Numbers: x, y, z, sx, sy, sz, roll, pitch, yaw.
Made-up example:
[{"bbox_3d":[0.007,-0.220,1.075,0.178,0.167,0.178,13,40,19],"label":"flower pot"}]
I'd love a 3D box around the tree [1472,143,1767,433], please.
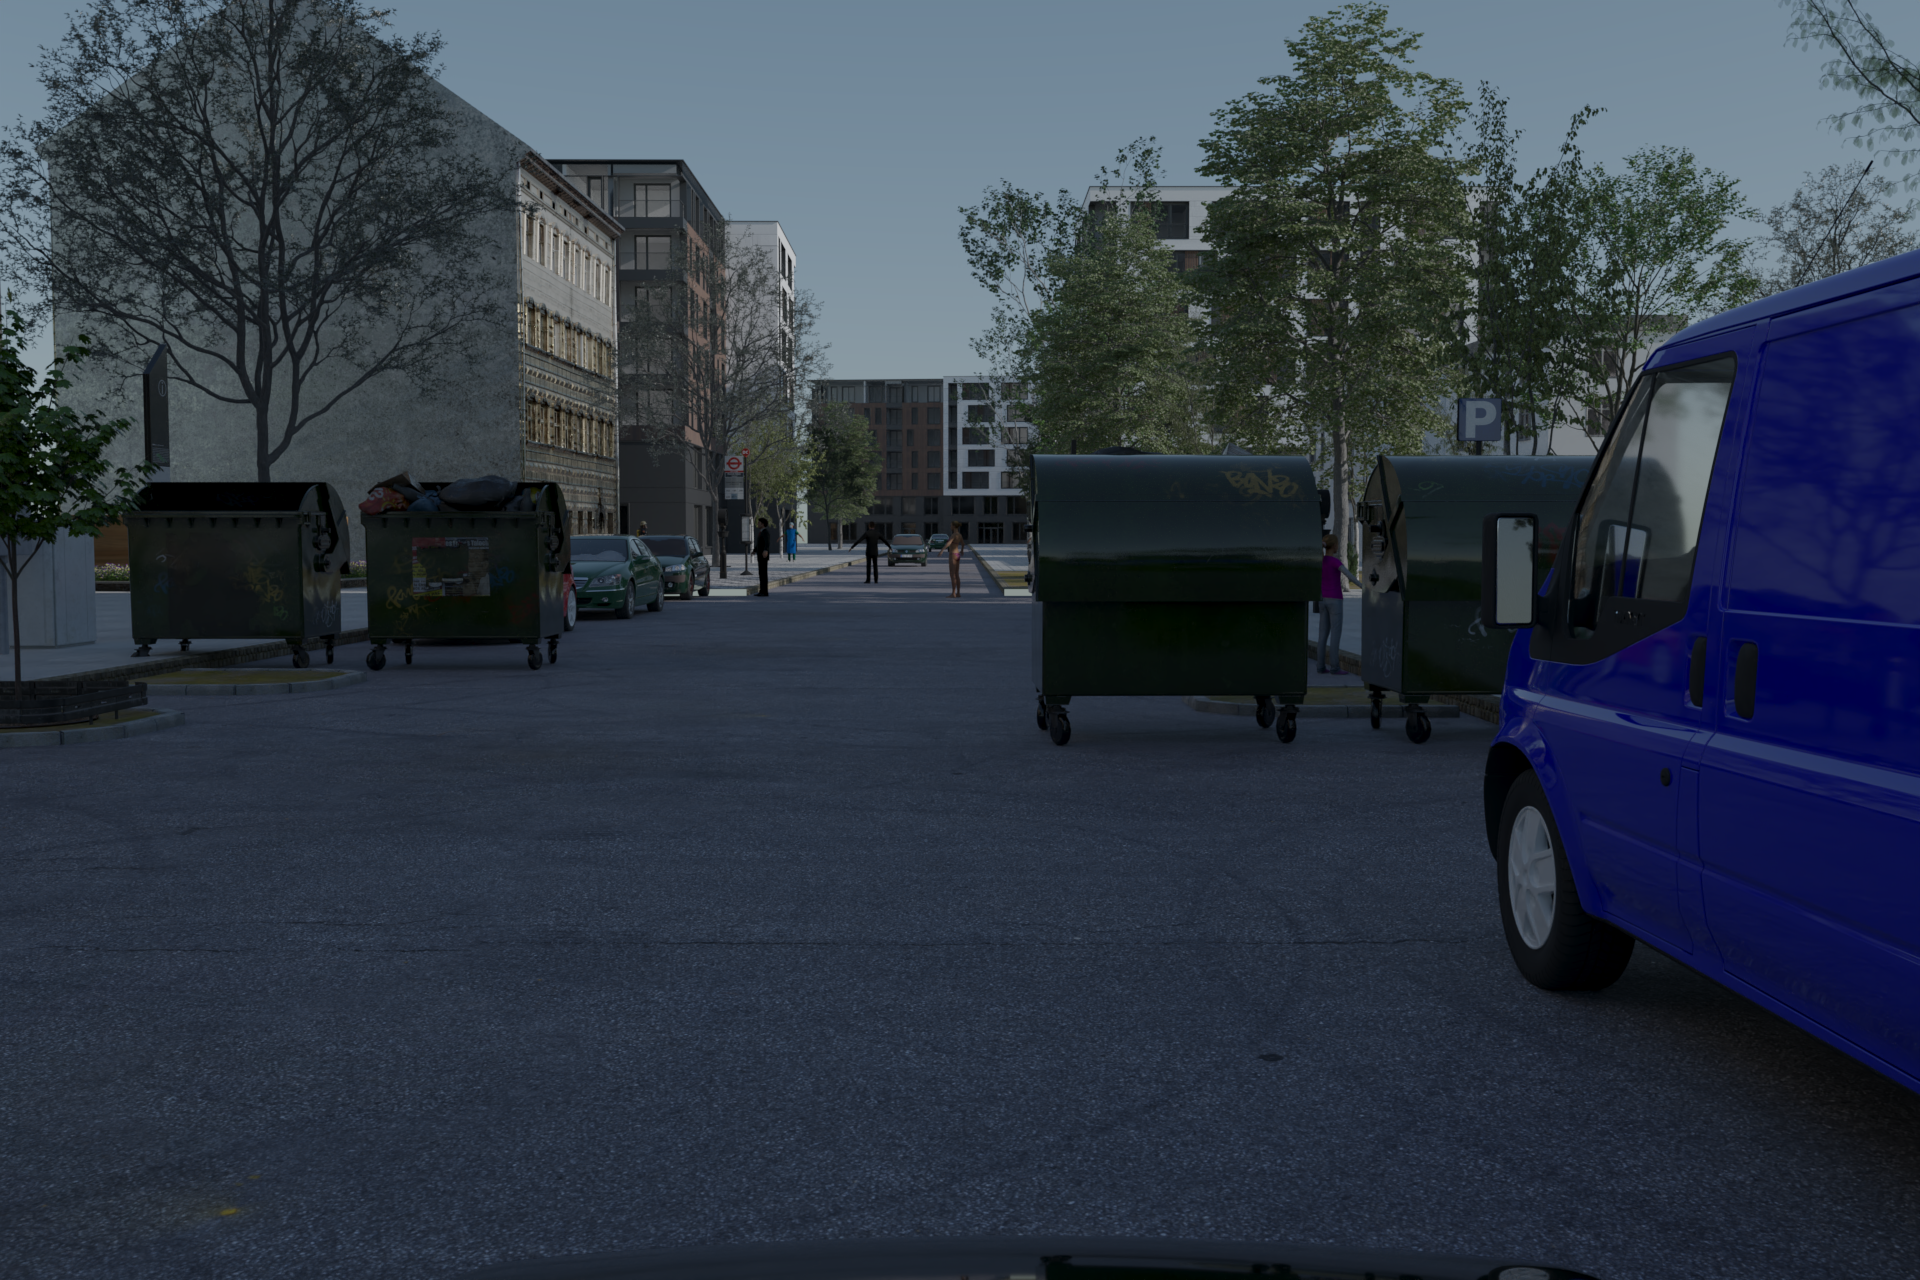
[{"bbox_3d":[17.488,-7.382,46.445,9.928,11.665,9.643,0,3,0],"label":"tree"}]

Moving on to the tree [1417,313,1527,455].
[{"bbox_3d":[17.087,-6.486,56.413,4.360,8.622,3.978,0,3,0],"label":"tree"}]

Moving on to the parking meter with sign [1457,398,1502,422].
[{"bbox_3d":[6.672,-1.543,21.492,0.543,3.016,1.738,0,4,0],"label":"parking meter with sign"}]

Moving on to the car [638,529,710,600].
[{"bbox_3d":[-6.660,-1.767,38.684,2.009,1.686,4.222,0,3,0],"label":"car"}]

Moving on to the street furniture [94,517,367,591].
[{"bbox_3d":[-17.487,-2.067,40.646,11.010,1.723,9.812,0,4,7],"label":"street furniture"}]

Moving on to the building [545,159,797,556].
[{"bbox_3d":[-25.768,-16.329,110.958,27.936,21.610,32.646,0,4,-1],"label":"building"}]

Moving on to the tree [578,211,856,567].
[{"bbox_3d":[-9.484,-9.564,66.734,12.009,13.543,11.850,0,3,0],"label":"tree"}]

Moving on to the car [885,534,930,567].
[{"bbox_3d":[-2.335,-4.135,77.392,2.009,1.686,4.222,0,4,0],"label":"car"}]

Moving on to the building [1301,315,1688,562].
[{"bbox_3d":[23.159,-8.455,80.386,9.099,9.664,28.070,0,4,0],"label":"building"}]

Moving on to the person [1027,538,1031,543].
[{"bbox_3d":[3.391,-4.003,71.590,1.345,1.843,0.704,-2,4,-30],"label":"person"}]

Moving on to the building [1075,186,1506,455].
[{"bbox_3d":[21.546,-16.776,118.269,27.936,21.610,32.646,0,3,0],"label":"building"}]

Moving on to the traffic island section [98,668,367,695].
[{"bbox_3d":[-6.769,0.397,16.380,1.991,0.108,1.994,0,3,0],"label":"traffic island section"}]

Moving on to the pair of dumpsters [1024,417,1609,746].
[{"bbox_3d":[2.666,-0.447,12.257,4.436,2.255,1.574,0,4,-1],"label":"pair of dumpsters"}]

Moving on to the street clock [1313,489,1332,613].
[{"bbox_3d":[5.845,-1.439,28.095,0.358,2.002,0.471,0,4,0],"label":"street clock"}]

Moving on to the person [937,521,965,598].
[{"bbox_3d":[-0.189,-1.820,39.010,0.721,1.733,1.217,2,4,26],"label":"person"}]

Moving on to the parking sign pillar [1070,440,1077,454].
[{"bbox_3d":[3.383,-3.772,50.148,1.447,3.967,1.447,0,4,0],"label":"parking sign pillar"}]

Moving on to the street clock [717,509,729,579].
[{"bbox_3d":[-6.817,-2.768,49.834,0.358,2.002,0.471,0,4,2],"label":"street clock"}]

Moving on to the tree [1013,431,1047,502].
[{"bbox_3d":[5.517,-10.520,122.372,4.737,8.622,4.395,0,3,0],"label":"tree"}]

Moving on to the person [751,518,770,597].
[{"bbox_3d":[-4.554,-1.904,39.769,0.705,1.806,1.347,-1,4,-19],"label":"person"}]

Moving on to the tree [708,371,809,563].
[{"bbox_3d":[-9.406,-7.702,76.292,4.360,8.622,3.978,0,3,0],"label":"tree"}]

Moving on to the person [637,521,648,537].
[{"bbox_3d":[-14.018,-4.346,76.837,0.705,1.856,1.354,-2,4,-25],"label":"person"}]

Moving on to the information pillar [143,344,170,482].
[{"bbox_3d":[-9.806,-1.826,21.202,0.183,3.616,0.504,0,4,1],"label":"information pillar"}]

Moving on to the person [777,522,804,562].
[{"bbox_3d":[-7.792,-4.513,79.919,1.347,1.817,0.704,1,4,14],"label":"person"}]

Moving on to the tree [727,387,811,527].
[{"bbox_3d":[-9.596,-8.261,85.430,4.737,8.622,4.395,0,3,0],"label":"tree"}]

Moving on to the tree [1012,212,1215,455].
[{"bbox_3d":[5.692,-8.740,61.028,7.486,12.596,7.792,0,3,0],"label":"tree"}]

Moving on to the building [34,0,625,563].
[{"bbox_3d":[-26.408,-15.052,77.027,19.493,23.208,18.063,0,4,1],"label":"building"}]

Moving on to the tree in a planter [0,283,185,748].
[{"bbox_3d":[-6.841,-0.934,12.488,1.991,3.239,1.994,0,4,1],"label":"tree in a planter"}]

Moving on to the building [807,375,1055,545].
[{"bbox_3d":[-2.860,-23.856,236.480,32.646,21.610,27.936,0,4,6],"label":"building"}]

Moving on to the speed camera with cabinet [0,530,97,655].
[{"bbox_3d":[-10.386,-1.521,19.204,0.660,3.252,2.038,0,4,0],"label":"speed camera with cabinet"}]

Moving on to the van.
[{"bbox_3d":[2.725,0.041,3.713,2.240,2.365,5.245,0,4,-1],"label":"van"}]

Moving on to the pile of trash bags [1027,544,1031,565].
[{"bbox_3d":[2.983,-2.630,52.752,1.912,1.369,3.447,0,4,-2],"label":"pile of trash bags"}]

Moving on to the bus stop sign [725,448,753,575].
[{"bbox_3d":[-6.886,-3.991,53.952,0.855,3.939,0.416,0,4,1],"label":"bus stop sign"}]

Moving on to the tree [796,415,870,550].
[{"bbox_3d":[-10.469,-12.284,135.258,7.601,10.594,8.767,1,4,19],"label":"tree"}]

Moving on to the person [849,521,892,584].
[{"bbox_3d":[-2.564,-2.539,50.195,1.346,1.802,0.704,-1,4,-23],"label":"person"}]

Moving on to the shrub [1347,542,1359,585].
[{"bbox_3d":[9.586,-1.985,43.576,1.383,1.207,1.383,0,3,0],"label":"shrub"}]

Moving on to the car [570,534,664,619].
[{"bbox_3d":[-6.439,-1.156,30.695,2.131,1.459,4.920,0,4,0],"label":"car"}]

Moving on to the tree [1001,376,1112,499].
[{"bbox_3d":[5.790,-9.833,95.178,7.601,10.594,8.767,-1,4,-10],"label":"tree"}]

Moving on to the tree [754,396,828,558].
[{"bbox_3d":[-9.341,-8.619,91.287,4.737,8.622,4.395,0,3,0],"label":"tree"}]

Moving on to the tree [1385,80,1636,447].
[{"bbox_3d":[9.079,-4.755,28.110,4.737,8.622,4.395,0,3,0],"label":"tree"}]

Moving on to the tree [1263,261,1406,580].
[{"bbox_3d":[10.769,-5.852,46.040,4.360,8.622,3.978,0,3,0],"label":"tree"}]

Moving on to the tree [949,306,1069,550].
[{"bbox_3d":[5.260,-17.608,143.774,12.611,20.169,13.585,0,3,0],"label":"tree"}]

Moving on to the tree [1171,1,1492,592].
[{"bbox_3d":[8.078,-7.316,37.739,7.486,12.596,7.792,0,3,0],"label":"tree"}]

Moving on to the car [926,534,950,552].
[{"bbox_3d":[-1.636,-7.816,139.582,2.131,1.459,4.920,0,4,-1],"label":"car"}]

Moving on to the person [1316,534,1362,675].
[{"bbox_3d":[3.829,-0.365,17.698,0.599,1.433,0.991,-2,4,-34],"label":"person"}]

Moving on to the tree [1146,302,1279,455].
[{"bbox_3d":[7.740,-6.318,53.663,4.360,8.622,3.978,0,3,0],"label":"tree"}]

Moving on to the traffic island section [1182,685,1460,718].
[{"bbox_3d":[2.900,0.511,14.506,1.991,0.108,1.994,0,4,0],"label":"traffic island section"}]

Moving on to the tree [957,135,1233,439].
[{"bbox_3d":[6.534,-13.843,82.230,12.611,20.169,13.585,0,3,0],"label":"tree"}]

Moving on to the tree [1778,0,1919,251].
[{"bbox_3d":[8.761,-3.790,12.324,4.360,8.622,3.978,0,3,0],"label":"tree"}]

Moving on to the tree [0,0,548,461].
[{"bbox_3d":[-12.788,-7.428,31.817,12.009,13.543,11.850,0,3,0],"label":"tree"}]

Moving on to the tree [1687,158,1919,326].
[{"bbox_3d":[28.234,-8.960,56.873,12.009,13.543,11.850,0,3,0],"label":"tree"}]

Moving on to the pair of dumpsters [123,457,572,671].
[{"bbox_3d":[-6.514,-0.833,18.575,4.436,2.255,1.574,0,3,0],"label":"pair of dumpsters"}]

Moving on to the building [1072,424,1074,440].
[{"bbox_3d":[24.130,-20.449,178.313,27.936,21.610,32.646,0,4,0],"label":"building"}]

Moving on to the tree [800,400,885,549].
[{"bbox_3d":[-10.115,-14.004,147.087,7.486,12.596,7.792,0,3,0],"label":"tree"}]

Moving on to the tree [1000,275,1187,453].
[{"bbox_3d":[5.447,-8.818,69.935,9.928,11.665,9.643,0,3,0],"label":"tree"}]

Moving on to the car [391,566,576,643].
[{"bbox_3d":[-6.590,-0.919,24.072,2.155,1.783,4.494,0,4,0],"label":"car"}]
